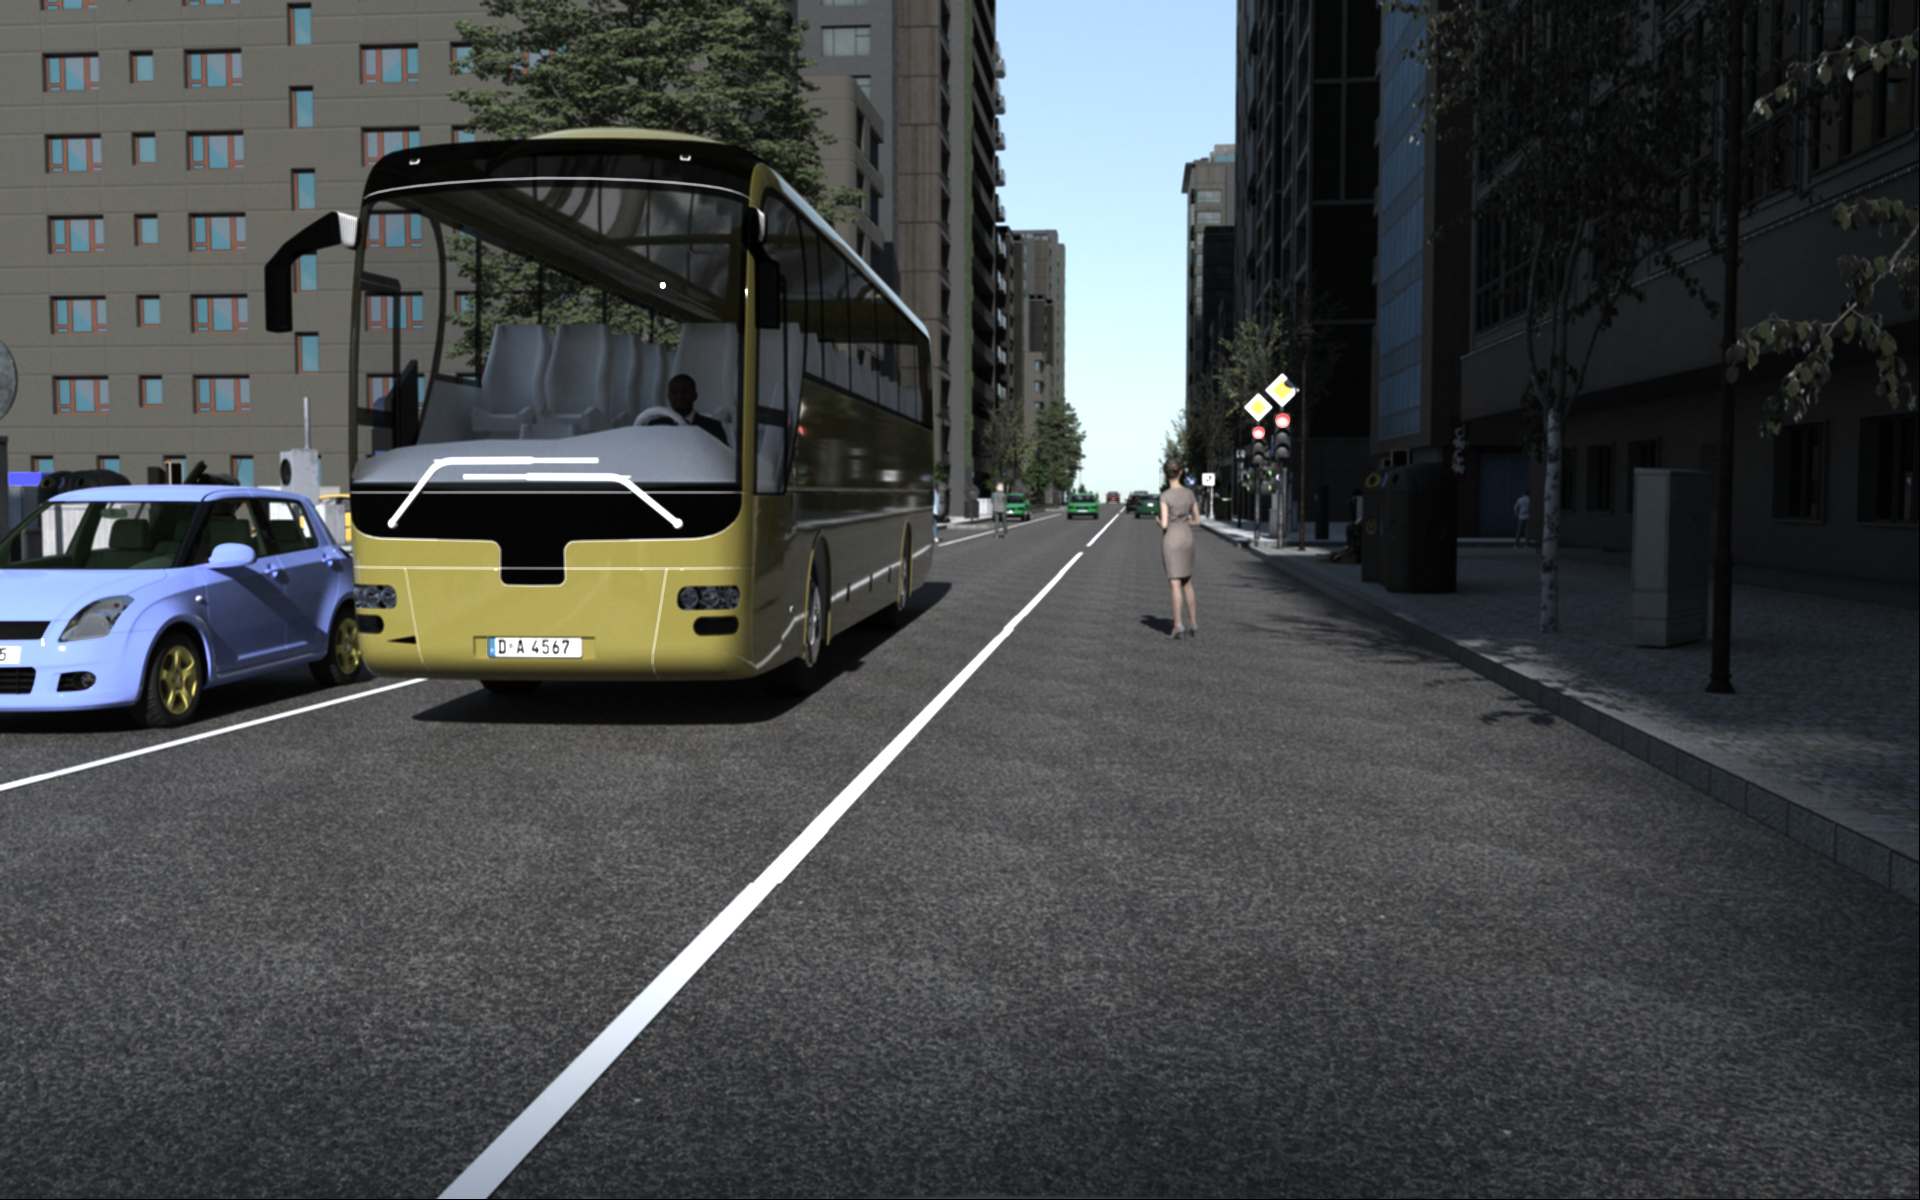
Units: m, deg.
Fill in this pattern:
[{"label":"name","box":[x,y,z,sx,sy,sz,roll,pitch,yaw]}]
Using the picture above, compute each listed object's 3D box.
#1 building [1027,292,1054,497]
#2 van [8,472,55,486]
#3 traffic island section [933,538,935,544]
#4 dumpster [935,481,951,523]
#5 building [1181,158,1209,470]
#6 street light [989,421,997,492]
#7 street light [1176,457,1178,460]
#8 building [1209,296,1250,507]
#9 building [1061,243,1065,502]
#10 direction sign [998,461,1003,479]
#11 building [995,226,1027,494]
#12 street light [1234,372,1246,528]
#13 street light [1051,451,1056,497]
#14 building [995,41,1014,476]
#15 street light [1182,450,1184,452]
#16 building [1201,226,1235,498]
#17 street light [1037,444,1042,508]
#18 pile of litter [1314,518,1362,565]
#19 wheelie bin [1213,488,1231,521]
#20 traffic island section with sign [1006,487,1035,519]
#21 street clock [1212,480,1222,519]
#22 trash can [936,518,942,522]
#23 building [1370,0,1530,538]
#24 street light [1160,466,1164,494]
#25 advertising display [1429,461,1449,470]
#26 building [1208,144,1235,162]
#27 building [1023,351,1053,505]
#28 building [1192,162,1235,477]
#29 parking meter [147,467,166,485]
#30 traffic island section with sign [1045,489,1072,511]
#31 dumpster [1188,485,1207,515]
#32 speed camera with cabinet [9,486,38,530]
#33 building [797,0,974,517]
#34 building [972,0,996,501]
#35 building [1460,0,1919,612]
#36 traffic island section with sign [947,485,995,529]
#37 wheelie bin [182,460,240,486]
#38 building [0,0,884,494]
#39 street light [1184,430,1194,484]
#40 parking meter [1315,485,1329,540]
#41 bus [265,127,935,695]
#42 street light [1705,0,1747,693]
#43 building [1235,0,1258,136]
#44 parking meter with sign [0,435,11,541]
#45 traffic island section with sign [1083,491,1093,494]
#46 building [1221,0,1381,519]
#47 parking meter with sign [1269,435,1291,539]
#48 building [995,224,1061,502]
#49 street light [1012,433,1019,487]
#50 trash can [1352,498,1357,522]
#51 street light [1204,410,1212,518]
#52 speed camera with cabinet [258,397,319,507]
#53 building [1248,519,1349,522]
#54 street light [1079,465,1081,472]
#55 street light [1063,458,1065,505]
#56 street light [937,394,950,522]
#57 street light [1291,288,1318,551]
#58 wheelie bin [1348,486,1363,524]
[{"label":"building","box":[6.025,-29.085,247.243,14.160,30.474,14.107,0,4,6]},{"label":"van","box":[-27.549,-2.705,48.605,5.245,2.365,2.240,0,4,7]},{"label":"traffic island section","box":[-1.820,-1.661,49.442,2.009,0.180,2.903,0,4,6]},{"label":"dumpster","box":[-1.110,-4.318,76.360,1.264,1.857,1.865,0,4,6]},{"label":"building","box":[48.557,-41.367,265.595,28.713,52.752,27.495,0,4,6]},{"label":"street light","box":[2.099,-8.226,107.277,0.468,5.910,1.993,0,4,6]},{"label":"street light","box":[21.155,-12.058,169.931,0.468,5.910,1.993,0,4,6]},{"label":"building","box":[38.222,-19.549,164.672,27.650,21.520,28.899,0,4,6]},{"label":"building","box":[9.392,-36.201,275.472,14.154,41.232,14.086,0,4,6]},{"label":"direction sign","box":[2.749,-7.728,118.343,0.379,3.537,0.876,1,4,22]},{"label":"building","box":[-0.618,-25.313,185.574,14.160,30.474,14.107,0,4,6]},{"label":"street light","box":[10.572,-5.661,65.348,0.468,5.910,1.993,0,4,6]},{"label":"street light","box":[9.925,-12.855,182.970,0.468,5.910,1.993,0,4,6]},{"label":"building","box":[-7.345,-33.256,163.338,23.786,49.044,30.456,0,4,6]},{"label":"street light","box":[18.343,-10.312,141.386,0.468,5.910,1.993,0,4,6]},{"label":"building","box":[33.183,-25.440,187.652,14.160,30.474,14.107,0,4,6]},{"label":"street light","box":[7.048,-11.140,154.931,0.468,5.910,1.993,0,4,6]},{"label":"pile of litter","box":[7.182,-1.117,32.233,1.176,0.858,1.719,0,4,4]},{"label":"wheelie bin","box":[12.615,-4.607,83.230,0.980,1.594,0.693,-1,4,-23]},{"label":"traffic island section with sign","box":[3.264,-5.530,99.043,1.989,1.847,2.006,0,4,6]},{"label":"street clock","box":[12.950,-5.065,87.376,0.471,2.002,0.358,2,4,27]},{"label":"trash can","box":[-0.986,-4.241,80.999,0.748,1.137,0.748,0,3,0]},{"label":"building","box":[21.469,-24.786,55.355,14.200,45.320,14.600,0,4,6]},{"label":"street light","box":[32.508,-18.848,280.955,0.468,5.910,1.993,0,4,6]},{"label":"advertising display","box":[9.547,-1.804,34.710,0.123,1.923,0.974,0,4,-4]},{"label":"building","box":[43.700,-37.768,237.110,23.786,49.044,30.456,0,4,6]},{"label":"building","box":[-2.339,-23.336,226.575,27.650,21.520,28.899,0,4,6]},{"label":"building","box":[36.041,-32.522,215.323,14.154,41.232,14.086,0,4,6]},{"label":"parking meter","box":[-17.322,-1.937,37.385,0.255,1.863,0.399,0,4,-5]},{"label":"traffic island section with sign","box":[8.334,-8.557,148.536,1.989,1.847,2.006,0,4,6]},{"label":"dumpster","box":[14.834,-6.292,108.627,1.264,1.857,1.865,0,4,6]},{"label":"speed camera with cabinet","box":[-18.976,-2.402,33.601,2.038,3.252,0.660,0,4,5]},{"label":"building","box":[-6.883,-25.192,95.492,14.154,41.232,14.086,0,4,6]},{"label":"building","box":[-8.679,-31.368,136.566,21.300,48.544,21.600,0,4,6]},{"label":"building","box":[16.424,-14.094,23.939,14.314,27.812,24.014,0,4,6]},{"label":"traffic island section with sign","box":[0.527,-3.890,72.227,1.989,1.847,2.006,0,4,6]},{"label":"wheelie bin","box":[-7.218,-0.528,16.540,0.693,1.594,0.980,-1,4,-21]},{"label":"building","box":[-18.770,-13.619,67.717,27.650,21.520,28.899,0,4,6]},{"label":"street light","box":[16.263,-9.141,122.246,0.468,5.910,1.993,0,4,6]},{"label":"parking meter","box":[10.202,-2.469,48.772,0.372,1.533,0.369,0,3,0]},{"label":"bus","box":[-2.005,-1.473,15.627,2.896,3.916,12.252,0,4,4]},{"label":"street light","box":[4.928,-2.340,11.050,0.468,5.910,1.993,0,4,6]},{"label":"building","box":[35.784,-33.421,135.677,28.713,52.752,27.495,0,4,6]},{"label":"parking meter with sign","box":[-11.637,-1.481,20.481,0.543,3.016,1.738,1,4,13]},{"label":"traffic island section with sign","box":[19.528,-15.230,257.642,1.989,1.847,2.006,0,4,6]},{"label":"building","box":[27.785,-41.095,110.152,20.563,71.187,20.611,0,4,6]},{"label":"parking meter with sign","box":[9.200,-3.287,49.997,0.543,3.016,1.738,1,4,14]},{"label":"building","box":[7.399,-35.320,261.072,14.154,41.232,14.086,0,4,6]},{"label":"street light","box":[3.990,-9.366,125.916,0.468,5.910,1.993,0,4,6]},{"label":"trash can","box":[13.147,-2.737,56.406,0.748,1.137,0.748,0,3,0]},{"label":"street light","box":[13.408,-7.398,93.742,0.468,5.910,1.993,0,4,6]},{"label":"speed camera with cabinet","box":[-13.975,-2.545,35.939,0.660,3.252,2.038,-3,5,-42]},{"label":"building","box":[24.300,-39.339,81.442,20.563,71.187,20.611,0,4,6]},{"label":"street light","box":[18.426,-17.900,265.449,0.468,5.910,1.993,0,4,6]},{"label":"street light","box":[12.527,-14.448,209.006,0.468,5.910,1.993,0,4,6]},{"label":"street light","box":[-0.774,-6.511,79.238,0.468,5.910,1.993,0,4,6]},{"label":"street light","box":[7.749,-4.055,39.095,0.468,5.910,1.993,0,4,6]},{"label":"wheelie bin","box":[15.807,-3.737,69.007,0.693,1.594,0.980,1,4,9]}]
